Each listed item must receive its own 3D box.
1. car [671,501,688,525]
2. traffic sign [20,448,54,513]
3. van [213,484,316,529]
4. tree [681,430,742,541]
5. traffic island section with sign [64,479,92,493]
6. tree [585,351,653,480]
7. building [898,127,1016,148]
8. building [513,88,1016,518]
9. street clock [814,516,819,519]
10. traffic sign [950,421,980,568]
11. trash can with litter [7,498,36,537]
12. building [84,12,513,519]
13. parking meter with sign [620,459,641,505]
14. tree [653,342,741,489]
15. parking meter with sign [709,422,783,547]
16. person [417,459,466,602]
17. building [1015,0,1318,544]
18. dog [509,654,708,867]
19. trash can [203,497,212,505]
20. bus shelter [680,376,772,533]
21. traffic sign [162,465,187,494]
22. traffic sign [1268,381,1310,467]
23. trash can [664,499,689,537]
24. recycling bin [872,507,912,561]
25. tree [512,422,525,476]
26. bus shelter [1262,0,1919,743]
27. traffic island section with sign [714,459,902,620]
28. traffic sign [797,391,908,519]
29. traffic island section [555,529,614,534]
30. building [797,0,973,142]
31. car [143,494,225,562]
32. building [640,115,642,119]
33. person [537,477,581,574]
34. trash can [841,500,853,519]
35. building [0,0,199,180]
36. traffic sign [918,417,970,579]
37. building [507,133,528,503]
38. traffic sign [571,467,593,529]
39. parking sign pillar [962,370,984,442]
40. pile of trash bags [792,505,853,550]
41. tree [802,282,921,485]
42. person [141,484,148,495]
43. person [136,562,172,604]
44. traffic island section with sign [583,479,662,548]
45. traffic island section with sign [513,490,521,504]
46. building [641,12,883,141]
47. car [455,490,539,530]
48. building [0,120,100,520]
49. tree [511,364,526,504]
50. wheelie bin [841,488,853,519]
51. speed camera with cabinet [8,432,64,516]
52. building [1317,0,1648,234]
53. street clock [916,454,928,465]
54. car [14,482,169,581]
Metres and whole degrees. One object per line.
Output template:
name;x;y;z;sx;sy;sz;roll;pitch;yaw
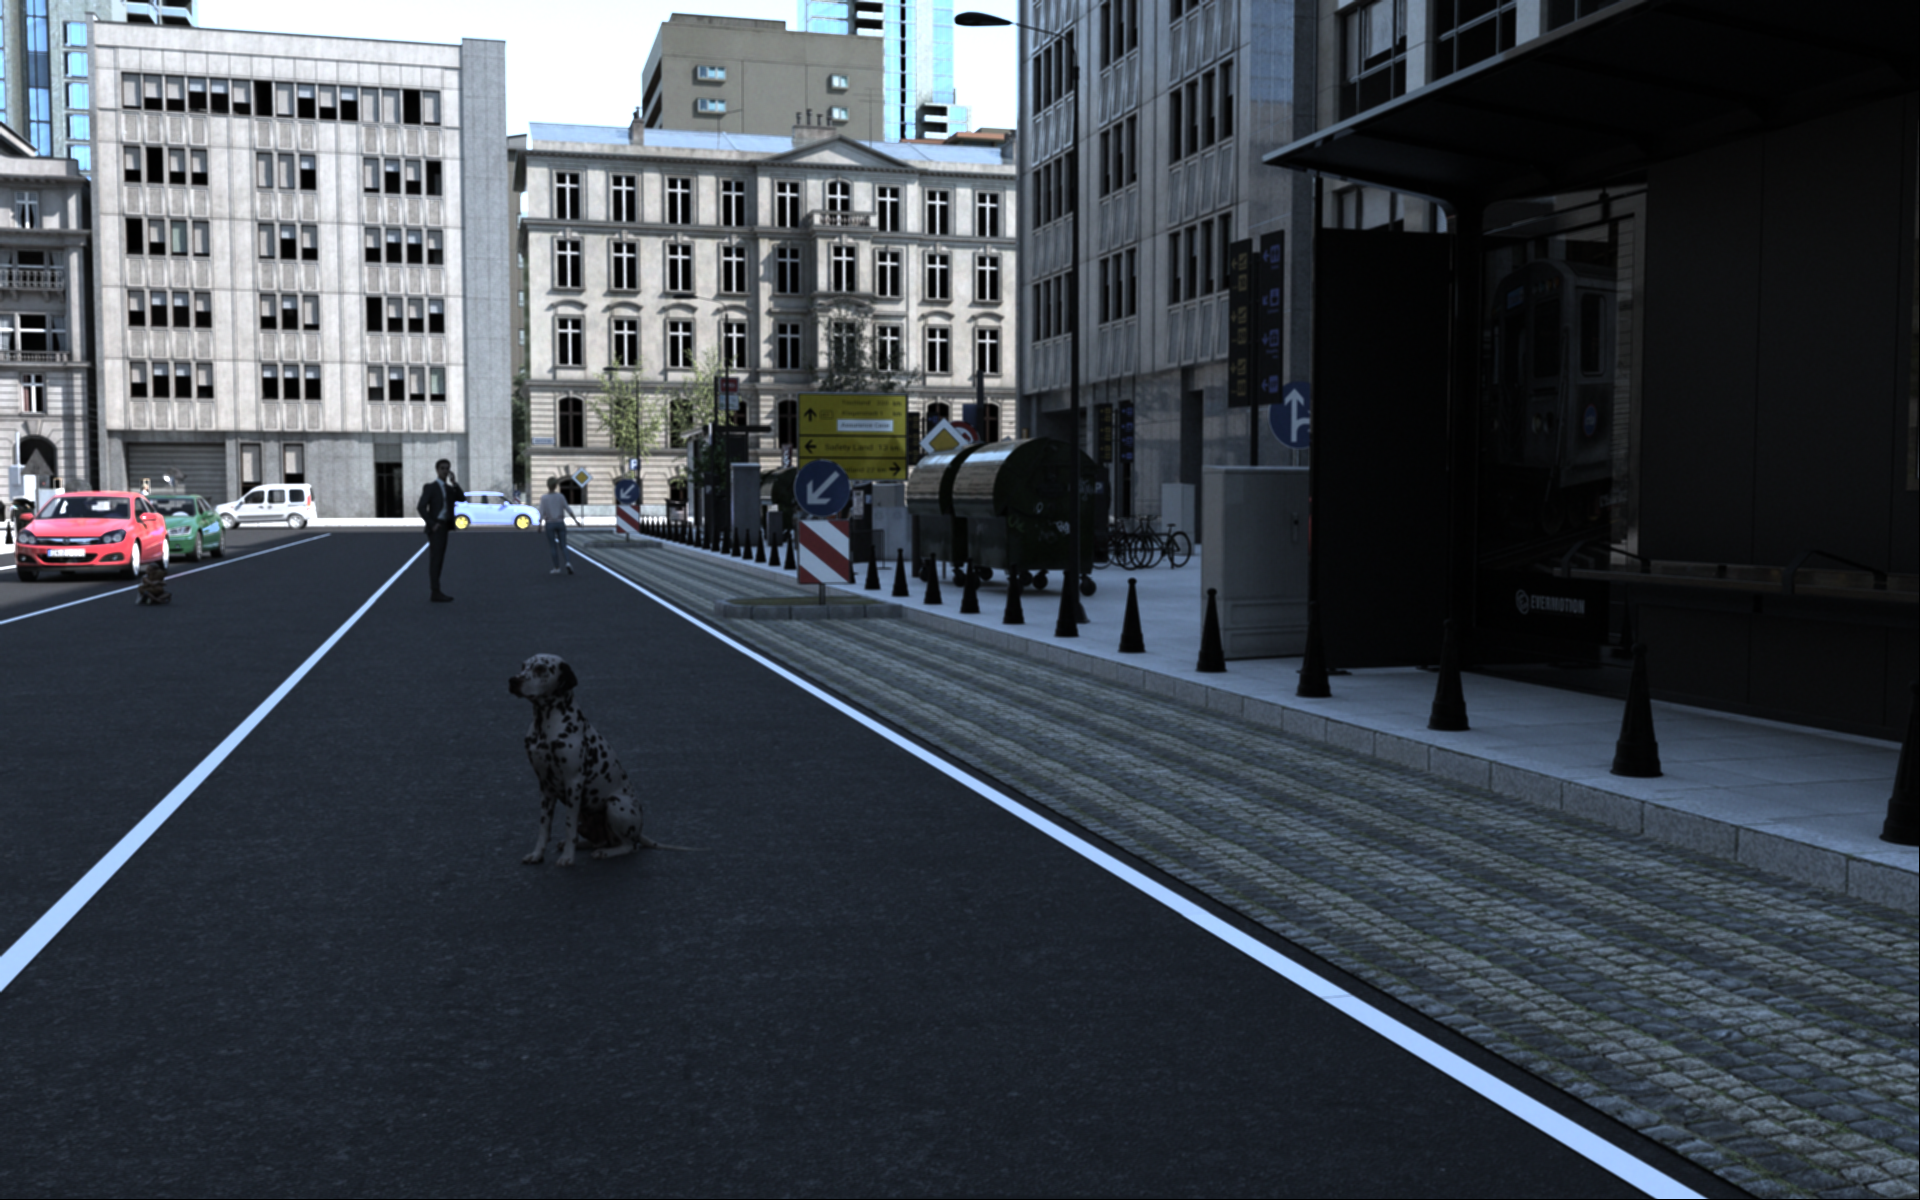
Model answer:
car;-10.405;-3.937;76.725;4.827;1.381;2.083;-1;4;-17
traffic sign;-26.218;-3.009;49.208;0.884;2.594;0.081;-1;4;-10
van;-28.744;-3.937;71.383;4.112;2.044;2.013;-1;4;-14
tree;-6.891;-3.259;47.879;1.663;3.219;1.824;0;3;0
traffic island section with sign;-22.311;-2.148;43.754;1.989;1.847;2.006;-1;4;-15
tree;-17.234;-8.541;90.010;4.737;8.622;4.395;0;3;0
building;5.545;-33.989;210.338;28.867;44.769;22.147;-1;4;-15
building;-8.215;-17.314;102.174;34.723;24.649;14.460;-1;4;-15
street clock;-2.986;-1.941;36.306;0.358;2.002;0.471;3;5;41
traffic sign;-0.040;-1.835;30.106;0.768;2.556;0.104;-1;4;-11
trash can with litter;-27.419;-2.416;50.896;0.624;1.170;1.055;0;4;-1
building;-34.758;-16.866;93.776;19.932;24.808;12.078;-1;4;-15
parking meter with sign;-16.157;-5.413;84.765;0.543;3.016;1.738;1;4;8
tree;-12.530;-8.189;84.246;4.737;8.622;4.395;0;3;0
parking meter with sign;-5.226;-2.820;42.363;1.738;3.016;0.543;-1;4;-16
person;-6.949;-0.944;23.300;0.474;1.900;0.648;1;4;11
building;10.256;-14.069;48.058;12.078;24.808;19.932;-1;4;-15
dog;-1.370;0.611;6.842;0.800;0.831;0.513;-1;4;-16
trash can;-34.701;-4.147;79.455;0.748;1.137;0.748;0;3;0
bus shelter;-7.921;-4.845;56.854;2.179;5.291;8.768;-1;4;-16
traffic sign;-27.096;-3.436;59.813;0.795;2.450;0.064;-1;4;-15
traffic sign;3.812;-1.193;19.618;0.768;2.556;0.104;-1;4;-15
trash can;-8.420;-2.436;51.479;0.748;1.137;0.748;0;3;0
recycling bin;-1.278;-1.276;33.421;0.722;1.027;0.722;1;4;15
tree;-47.771;-15.897;194.332;7.601;10.594;8.767;0;4;-2
bus shelter;3.749;-1.109;9.415;1.731;3.624;6.357;-1;4;-16
traffic island section with sign;-1.878;-0.731;20.578;1.989;1.847;2.006;-1;4;-15
traffic sign;-2.147;-2.498;34.710;2.265;3.308;0.079;-1;4;-15
traffic island section;-13.827;-2.524;63.548;2.009;0.180;2.903;-1;4;-15
building;-12.589;-58.555;270.039;31.000;86.520;22.319;-1;4;-15
car;-17.272;-1.586;37.732;2.131;1.459;4.920;-1;4;-14
building;-28.345;-31.036;191.040;14.154;41.232;14.086;-1;4;-15
person;-7.142;-1.340;31.083;0.731;1.740;0.598;-3;5;-39
trash can;-2.881;-1.992;44.225;0.748;1.137;0.748;0;3;0
building;-78.596;-51.341;152.091;22.319;86.520;31.000;-1;4;-15
traffic sign;-0.243;-1.523;26.080;0.795;2.450;0.064;-1;4;-11
building;-55.117;-41.114;261.458;27.495;52.752;28.713;-1;4;-15
traffic sign;-13.848;-3.659;63.465;0.795;2.450;0.064;-1;4;-15
parking sign pillar;0.304;-2.973;37.081;1.447;3.967;1.447;0;3;0
pile of trash bags;-2.922;-1.853;40.054;1.912;1.369;3.447;0;4;-5
tree;-3.561;-6.699;59.894;4.360;8.622;3.978;0;3;0
person;-32.204;-3.670;68.380;0.514;1.842;0.818;1;4;23
person;-10.517;-0.219;22.550;0.357;0.543;0.381;2;4;31
traffic island section with sign;-9.104;-2.319;46.550;1.989;1.847;2.006;-1;4;-15
traffic island section with sign;-52.081;-11.765;200.977;1.989;1.847;2.006;-1;4;-15
building;-20.159;-33.688;174.504;21.300;48.544;21.600;-1;4;-15
car;-18.899;-3.710;70.242;3.694;1.707;1.945;-1;4;-17
building;-56.043;-15.078;88.325;24.055;21.916;13.314;-1;4;-15
tree;-36.727;-15.312;157.005;9.857;13.997;8.962;0;3;0
wheelie bin;-3.298;-2.515;49.021;0.693;1.594;0.980;2;4;30
speed camera with cabinet;-29.393;-3.731;55.332;2.038;3.252;0.660;1;4;20
building;21.450;-13.369;23.098;19.350;26.468;34.151;-1;4;-15
street clock;-0.603;-1.625;31.143;0.358;2.002;0.471;1;4;18
car;-15.008;-1.286;30.061;2.155;1.783;4.494;-1;4;-15
